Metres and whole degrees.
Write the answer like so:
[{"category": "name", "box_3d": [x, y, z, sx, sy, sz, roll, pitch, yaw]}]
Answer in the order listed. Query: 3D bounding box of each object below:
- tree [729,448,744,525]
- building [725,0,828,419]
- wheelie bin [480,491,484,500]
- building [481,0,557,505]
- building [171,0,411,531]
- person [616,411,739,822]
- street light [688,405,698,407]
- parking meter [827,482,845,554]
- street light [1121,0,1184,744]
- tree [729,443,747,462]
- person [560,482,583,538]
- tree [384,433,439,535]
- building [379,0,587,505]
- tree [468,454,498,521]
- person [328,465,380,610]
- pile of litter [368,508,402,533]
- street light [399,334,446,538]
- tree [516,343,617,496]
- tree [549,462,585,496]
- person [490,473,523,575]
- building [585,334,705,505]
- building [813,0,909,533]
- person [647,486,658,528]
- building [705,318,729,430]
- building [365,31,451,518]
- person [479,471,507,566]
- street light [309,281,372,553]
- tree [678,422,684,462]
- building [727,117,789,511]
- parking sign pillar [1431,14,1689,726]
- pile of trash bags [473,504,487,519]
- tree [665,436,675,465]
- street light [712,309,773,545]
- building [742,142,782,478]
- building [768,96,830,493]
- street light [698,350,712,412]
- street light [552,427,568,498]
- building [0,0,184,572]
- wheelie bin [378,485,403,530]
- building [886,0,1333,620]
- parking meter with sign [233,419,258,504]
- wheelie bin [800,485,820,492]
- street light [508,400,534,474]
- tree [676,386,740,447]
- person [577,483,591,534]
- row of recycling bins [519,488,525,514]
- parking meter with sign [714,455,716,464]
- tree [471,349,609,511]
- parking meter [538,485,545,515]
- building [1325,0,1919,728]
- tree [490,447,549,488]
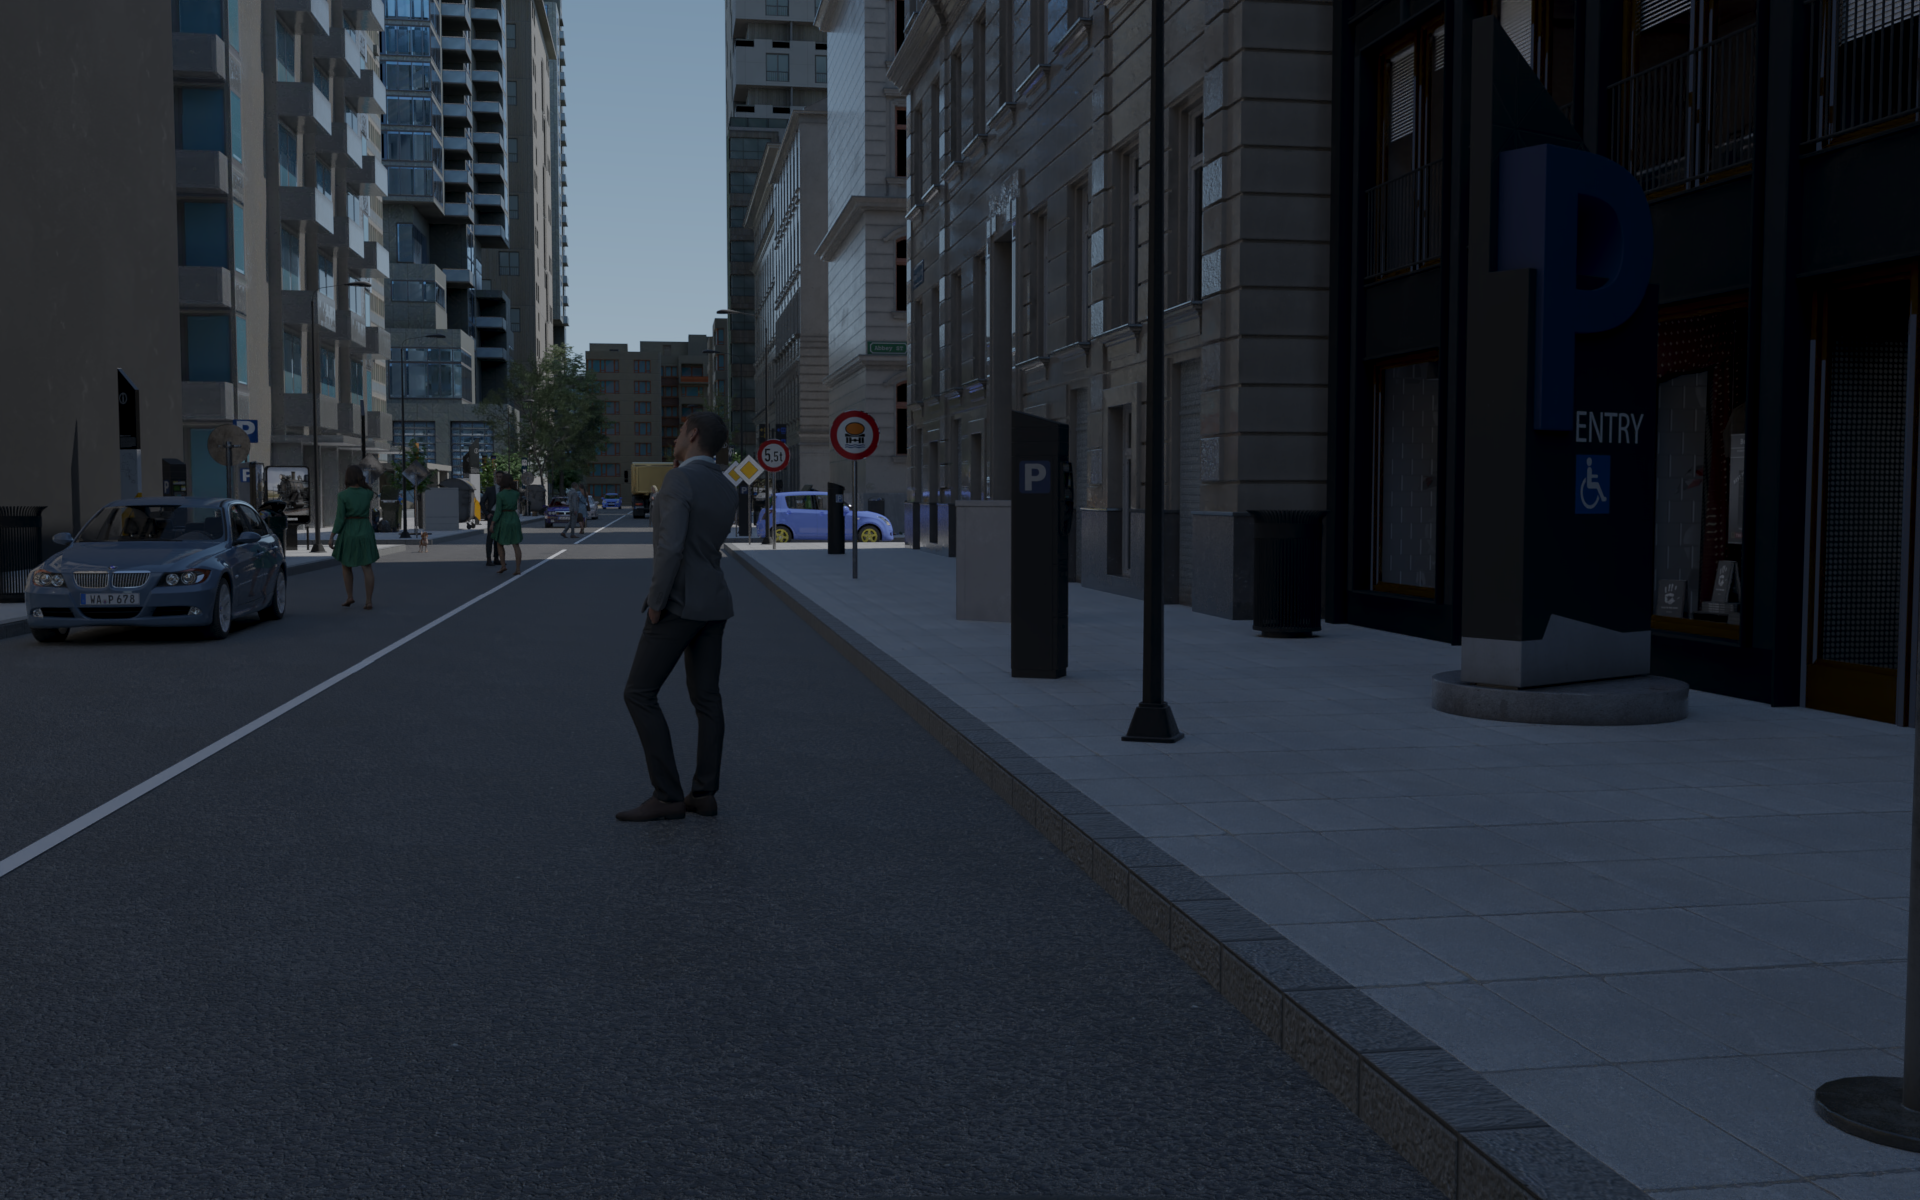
[{"category": "tree", "box_3d": [-9.463, -4.785, 72.837, 1.663, 3.219, 1.824, 0, 3, 0]}, {"category": "building", "box_3d": [-7.315, -34.789, 158.044, 28.713, 52.752, 27.495, -1, 4, -10]}, {"category": "wheelie bin", "box_3d": [-26.258, -5.290, 94.407, 0.980, 1.594, 0.693, 3, 5, 45]}, {"category": "building", "box_3d": [-56.106, -36.025, 178.244, 27.495, 52.752, 28.713, -1, 4, -10]}, {"category": "building", "box_3d": [-34.107, -27.165, 63.762, 23.786, 49.044, 30.456, -1, 4, -10]}, {"category": "person", "box_3d": [-1.246, 0.059, 7.709, 0.473, 1.802, 0.592, 3, 4, 39]}, {"category": "street light", "box_3d": [-13.492, -7.211, 90.447, 1.470, 5.913, 1.316, -1, 4, -10]}, {"category": "parking meter", "box_3d": [-2.639, -1.744, 36.931, 0.372, 1.533, 0.369, 0, 3, 0]}, {"category": "street light", "box_3d": [0.476, -2.218, 8.808, 1.470, 5.913, 1.316, -1, 4, -10]}, {"category": "tree", "box_3d": [-13.103, -6.836, 95.480, 4.285, 4.588, 4.351, 0, 3, 0]}, {"category": "person", "box_3d": [-12.603, -2.929, 56.503, 0.853, 1.813, 0.709, -3, 4, -38]}, {"category": "tree", "box_3d": [-17.149, -3.678, 54.730, 1.663, 3.219, 1.824, 0, 3, 0]}, {"category": "building", "box_3d": [-62.442, -55.261, 216.186, 31.000, 86.520, 22.319, -1, 4, -10]}, {"category": "tree", "box_3d": [-22.473, -5.378, 82.539, 1.663, 3.219, 1.824, 0, 3, 0]}, {"category": "person", "box_3d": [-7.511, -0.782, 21.538, 0.529, 1.795, 0.600, 3, 5, 42]}, {"category": "pile of litter", "box_3d": [-19.532, -2.681, 57.796, 1.719, 0.858, 1.176, 1, 4, 14]}, {"category": "street light", "box_3d": [-15.601, -4.755, 50.289, 1.470, 5.913, 1.316, -1, 4, -10]}, {"category": "tree", "box_3d": [-29.616, -12.978, 130.316, 7.486, 12.596, 7.792, 0, 3, 0]}, {"category": "tree", "box_3d": [-33.060, -9.842, 144.628, 4.285, 4.588, 4.351, 0, 3, 0]}, {"category": "person", "box_3d": [-8.001, -1.341, 30.668, 0.529, 1.795, 0.600, 3, 4, 36]}, {"category": "building", "box_3d": [-33.224, -23.238, 224.976, 28.899, 21.520, 27.650, -1, 4, -10]}, {"category": "building", "box_3d": [6.776, -16.880, 63.377, 23.554, 28.519, 14.401, -1, 4, -10]}, {"category": "person", "box_3d": [-13.071, -3.999, 74.065, 0.537, 1.800, 0.526, 2, 4, 30]}, {"category": "building", "box_3d": [-12.835, -20.894, 186.648, 27.650, 21.520, 28.899, -1, 4, -10]}, {"category": "building", "box_3d": [-46.315, -24.815, 97.614, 32.217, 40.220, 23.993, -1, 4, -10]}, {"category": "person", "box_3d": [-9.271, -1.646, 34.773, 0.474, 1.900, 0.648, 3, 5, 40]}, {"category": "street light", "box_3d": [-13.538, -3.996, 37.870, 1.470, 5.913, 1.316, -1, 4, -10]}, {"category": "tree", "box_3d": [-25.820, -13.264, 167.226, 4.360, 8.622, 3.978, 0, 3, 0]}, {"category": "building", "box_3d": [-11.337, -22.341, 136.971, 14.160, 30.474, 14.107, -1, 4, -10]}, {"category": "parking sign pillar", "box_3d": [3.549, -1.327, 10.174, 1.447, 3.967, 1.447, -3, 4, -37]}, {"category": "pile of trash bags", "box_3d": [-25.495, -4.731, 87.101, 1.912, 1.369, 3.447, 3, 5, 44]}, {"category": "tree", "box_3d": [-31.104, -14.972, 195.158, 4.737, 8.622, 4.395, 0, 3, 0]}, {"category": "street light", "box_3d": [-5.428, -4.357, 43.783, 1.470, 5.913, 1.316, -1, 4, -10]}, {"category": "building", "box_3d": [-5.283, -17.072, 112.413, 16.112, 22.955, 30.059, -1, 4, -10]}, {"category": "building", "box_3d": [-4.223, -14.609, 88.003, 9.793, 20.994, 18.267, -1, 4, -10]}, {"category": "street light", "box_3d": [-7.597, -5.102, 55.952, 1.470, 5.913, 1.316, -1, 4, -10]}, {"category": "street light", "box_3d": [-27.619, -9.001, 119.699, 1.470, 5.913, 1.316, -1, 4, -10]}, {"category": "building", "box_3d": [-24.277, -12.320, 31.116, 15.834, 23.373, 12.332, -1, 4, -10]}, {"category": "wheelie bin", "box_3d": [-20.540, -3.341, 62.534, 0.980, 1.594, 0.693, 0, 4, -1]}, {"category": "building", "box_3d": [6.280, -14.212, 29.631, 12.463, 27.353, 25.104, -1, 4, -10]}, {"category": "parking meter with sign", "box_3d": [-16.376, -2.661, 39.767, 0.543, 3.016, 1.738, -1, 4, -22]}, {"category": "wheelie bin", "box_3d": [-5.051, -3.039, 57.603, 0.693, 1.594, 0.980, -2, 4, -28]}, {"category": "street light", "box_3d": [-21.645, -6.895, 85.278, 1.470, 5.913, 1.316, -1, 4, -10]}, {"category": "tree", "box_3d": [-16.792, -10.204, 117.190, 4.737, 8.622, 4.395, 0, 3, 0]}, {"category": "person", "box_3d": [-13.518, -3.272, 62.092, 0.616, 1.811, 0.778, -2, 4, -26]}, {"category": "row of recycling bins", "box_3d": [-28.924, -6.350, 110.938, 1.069, 1.692, 3.534, 1, 4, 22]}, {"category": "parking meter with sign", "box_3d": [-10.747, -4.874, 75.953, 0.543, 3.016, 1.738, 0, 4, -7]}, {"category": "tree", "box_3d": [-26.843, -10.823, 111.361, 8.767, 10.594, 7.601, -2, 4, -25]}, {"category": "parking meter", "box_3d": [-25.547, -6.119, 105.755, 0.399, 1.863, 0.255, 2, 4, 30]}, {"category": "building", "box_3d": [11.040, -11.019, 9.837, 12.332, 23.373, 15.834, -1, 4, -10]}, {"category": "tree", "box_3d": [-31.038, -8.291, 119.266, 4.285, 4.588, 4.351, 0, 3, 0]}]
